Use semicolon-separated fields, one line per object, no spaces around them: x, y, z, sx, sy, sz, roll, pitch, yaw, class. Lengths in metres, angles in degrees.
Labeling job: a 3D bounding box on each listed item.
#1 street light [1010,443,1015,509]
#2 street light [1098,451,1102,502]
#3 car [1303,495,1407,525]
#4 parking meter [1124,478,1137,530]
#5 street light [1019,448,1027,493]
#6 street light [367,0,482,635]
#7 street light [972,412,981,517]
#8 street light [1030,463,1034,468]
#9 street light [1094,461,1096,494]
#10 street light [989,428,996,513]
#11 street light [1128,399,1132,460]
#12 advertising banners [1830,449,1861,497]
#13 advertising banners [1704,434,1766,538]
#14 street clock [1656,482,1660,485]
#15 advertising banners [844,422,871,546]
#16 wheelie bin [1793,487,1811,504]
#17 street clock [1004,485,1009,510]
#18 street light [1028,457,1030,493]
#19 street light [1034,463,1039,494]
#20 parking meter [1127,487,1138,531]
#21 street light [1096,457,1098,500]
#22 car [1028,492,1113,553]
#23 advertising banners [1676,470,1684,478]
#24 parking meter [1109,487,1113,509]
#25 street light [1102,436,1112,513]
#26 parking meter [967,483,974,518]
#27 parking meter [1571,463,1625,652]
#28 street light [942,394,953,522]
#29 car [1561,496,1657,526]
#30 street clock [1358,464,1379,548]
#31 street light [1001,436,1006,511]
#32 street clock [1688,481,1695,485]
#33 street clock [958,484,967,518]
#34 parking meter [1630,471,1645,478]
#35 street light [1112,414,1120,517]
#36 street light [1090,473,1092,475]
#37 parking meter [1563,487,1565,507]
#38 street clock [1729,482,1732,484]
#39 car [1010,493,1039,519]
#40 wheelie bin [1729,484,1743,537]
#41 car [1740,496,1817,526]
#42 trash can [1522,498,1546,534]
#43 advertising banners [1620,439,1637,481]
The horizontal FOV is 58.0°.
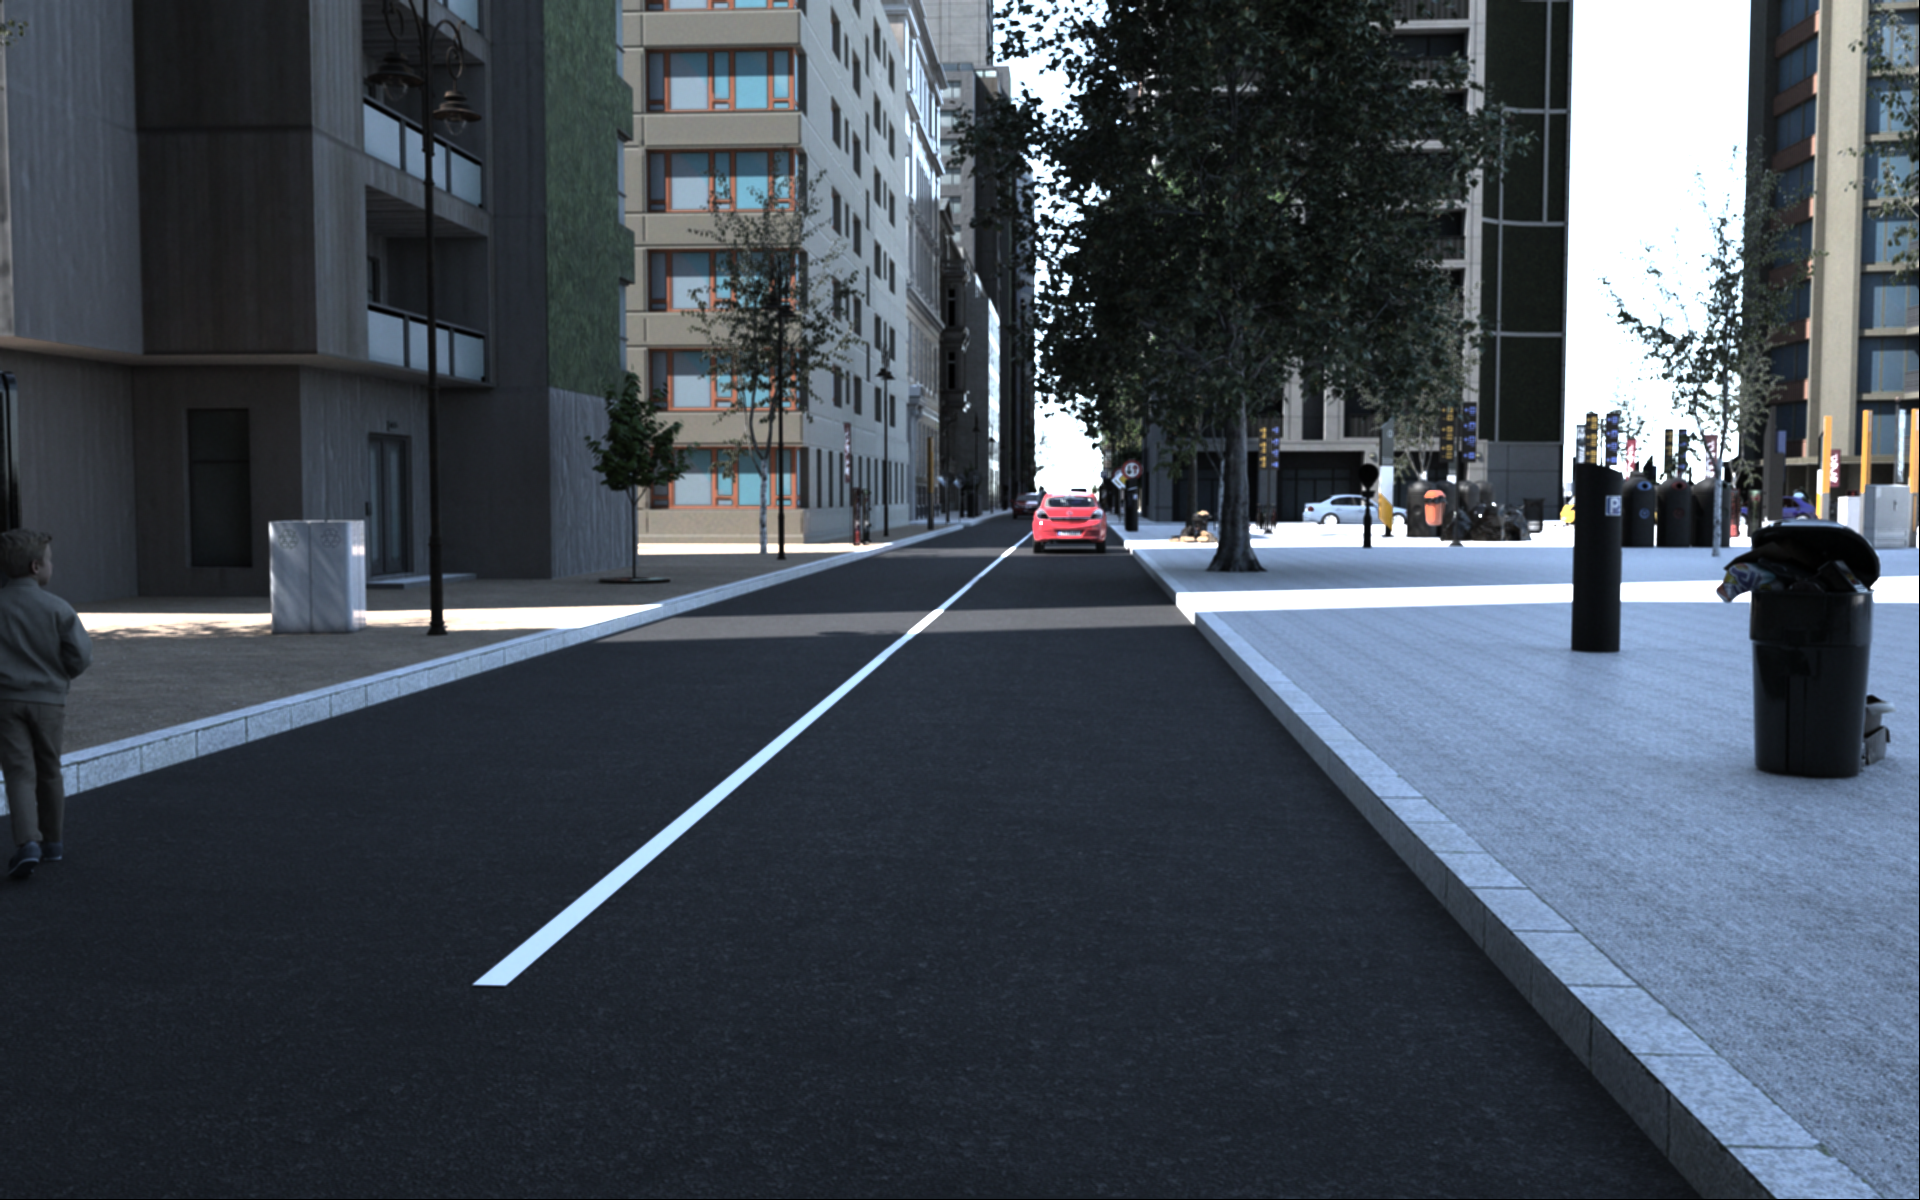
4.729;-11.169;155.394;0.468;5.910;1.993;0;4;4;street light
12.866;-11.148;155.065;0.468;5.910;1.993;0;4;4;street light
16.629;-3.694;72.391;4.499;1.417;2.014;0;4;3;car
6.031;-3.391;61.154;0.399;1.863;0.255;-2;4;-24;parking meter
6.162;-12.295;173.804;0.468;5.910;1.993;0;4;4;street light
-4.767;-2.619;15.615;0.468;5.910;1.993;0;4;4;street light
0.928;-7.641;97.726;0.468;5.910;1.993;0;4;4;street light
8.497;-14.576;211.099;0.468;5.910;1.993;0;4;4;street light
15.421;-13.423;192.247;0.468;5.910;1.993;0;4;4;street light
2.141;-8.763;116.067;0.468;5.910;1.993;0;4;4;street light
7.748;-6.525;79.479;0.468;5.910;1.993;0;4;4;street light
34.933;-4.373;67.693;2.074;3.025;0.090;1;4;10;advertising banners
22.596;-3.330;50.632;2.074;3.025;0.090;-1;4;-9;advertising banners
42.183;-6.125;104.715;0.358;2.002;0.471;2;4;26;street clock
-2.559;-2.864;43.014;0.090;3.025;2.074;1;4;15;advertising banners
37.059;-4.183;76.303;0.693;1.594;0.980;1;4;20;wheelie bin
3.662;-8.228;139.098;0.358;2.002;0.471;-3;5;-41;street clock
7.250;-13.408;192.005;0.468;5.910;1.993;0;4;4;street light
9.816;-15.688;229.283;0.468;5.910;1.993;0;4;4;street light
5.937;-3.129;59.574;0.372;1.533;0.369;0;3;0;parking meter
14.163;-12.274;173.474;0.468;5.910;1.993;0;4;4;street light
2.753;-2.099;43.353;2.155;1.783;4.494;0;4;4;car
51.730;-7.965;126.414;2.074;3.025;0.090;3;4;38;advertising banners
12.523;-8.479;144.345;0.399;1.863;0.255;1;4;12;parking meter
11.529;-9.901;134.663;0.468;5.910;1.993;0;4;4;street light
0.577;-5.441;94.674;0.255;1.863;0.399;2;4;25;parking meter
5.212;-0.352;14.160;0.372;1.533;0.369;0;3;0;parking meter
-0.548;-6.497;79.019;0.468;5.910;1.993;0;4;4;street light
27.039;-3.766;71.800;3.980;1.641;2.015;0;4;4;car
9.728;-2.247;41.316;0.471;2.002;0.358;1;4;18;street clock
3.347;-9.876;134.259;0.468;5.910;1.993;0;4;4;street light
39.802;-5.496;94.433;0.471;2.002;0.358;1;4;21;street clock
0.105;-5.519;94.813;0.471;2.002;0.358;1;4;15;street clock
16.781;-2.278;42.962;0.255;1.863;0.399;0;4;0;parking meter
8.982;-7.638;97.669;0.468;5.910;1.993;0;4;4;street light
18.591;-16.292;239.157;0.468;5.910;1.993;0;4;4;street light
50.444;-8.516;144.946;0.255;1.863;0.399;2;4;29;parking meter
46.870;-6.150;105.119;0.471;2.002;0.358;1;4;11;street clock
4.008;-5.672;101.785;2.155;1.783;4.494;0;4;2;car
23.095;-2.697;52.011;0.693;1.594;0.980;1;4;16;wheelie bin
33.314;-3.629;71.907;3.894;1.354;1.945;0;4;5;car
18.710;-2.743;56.497;0.748;1.137;0.748;0;3;0;trash can
21.100;-3.640;55.694;0.090;3.025;2.074;-1;4;-13;advertising banners
